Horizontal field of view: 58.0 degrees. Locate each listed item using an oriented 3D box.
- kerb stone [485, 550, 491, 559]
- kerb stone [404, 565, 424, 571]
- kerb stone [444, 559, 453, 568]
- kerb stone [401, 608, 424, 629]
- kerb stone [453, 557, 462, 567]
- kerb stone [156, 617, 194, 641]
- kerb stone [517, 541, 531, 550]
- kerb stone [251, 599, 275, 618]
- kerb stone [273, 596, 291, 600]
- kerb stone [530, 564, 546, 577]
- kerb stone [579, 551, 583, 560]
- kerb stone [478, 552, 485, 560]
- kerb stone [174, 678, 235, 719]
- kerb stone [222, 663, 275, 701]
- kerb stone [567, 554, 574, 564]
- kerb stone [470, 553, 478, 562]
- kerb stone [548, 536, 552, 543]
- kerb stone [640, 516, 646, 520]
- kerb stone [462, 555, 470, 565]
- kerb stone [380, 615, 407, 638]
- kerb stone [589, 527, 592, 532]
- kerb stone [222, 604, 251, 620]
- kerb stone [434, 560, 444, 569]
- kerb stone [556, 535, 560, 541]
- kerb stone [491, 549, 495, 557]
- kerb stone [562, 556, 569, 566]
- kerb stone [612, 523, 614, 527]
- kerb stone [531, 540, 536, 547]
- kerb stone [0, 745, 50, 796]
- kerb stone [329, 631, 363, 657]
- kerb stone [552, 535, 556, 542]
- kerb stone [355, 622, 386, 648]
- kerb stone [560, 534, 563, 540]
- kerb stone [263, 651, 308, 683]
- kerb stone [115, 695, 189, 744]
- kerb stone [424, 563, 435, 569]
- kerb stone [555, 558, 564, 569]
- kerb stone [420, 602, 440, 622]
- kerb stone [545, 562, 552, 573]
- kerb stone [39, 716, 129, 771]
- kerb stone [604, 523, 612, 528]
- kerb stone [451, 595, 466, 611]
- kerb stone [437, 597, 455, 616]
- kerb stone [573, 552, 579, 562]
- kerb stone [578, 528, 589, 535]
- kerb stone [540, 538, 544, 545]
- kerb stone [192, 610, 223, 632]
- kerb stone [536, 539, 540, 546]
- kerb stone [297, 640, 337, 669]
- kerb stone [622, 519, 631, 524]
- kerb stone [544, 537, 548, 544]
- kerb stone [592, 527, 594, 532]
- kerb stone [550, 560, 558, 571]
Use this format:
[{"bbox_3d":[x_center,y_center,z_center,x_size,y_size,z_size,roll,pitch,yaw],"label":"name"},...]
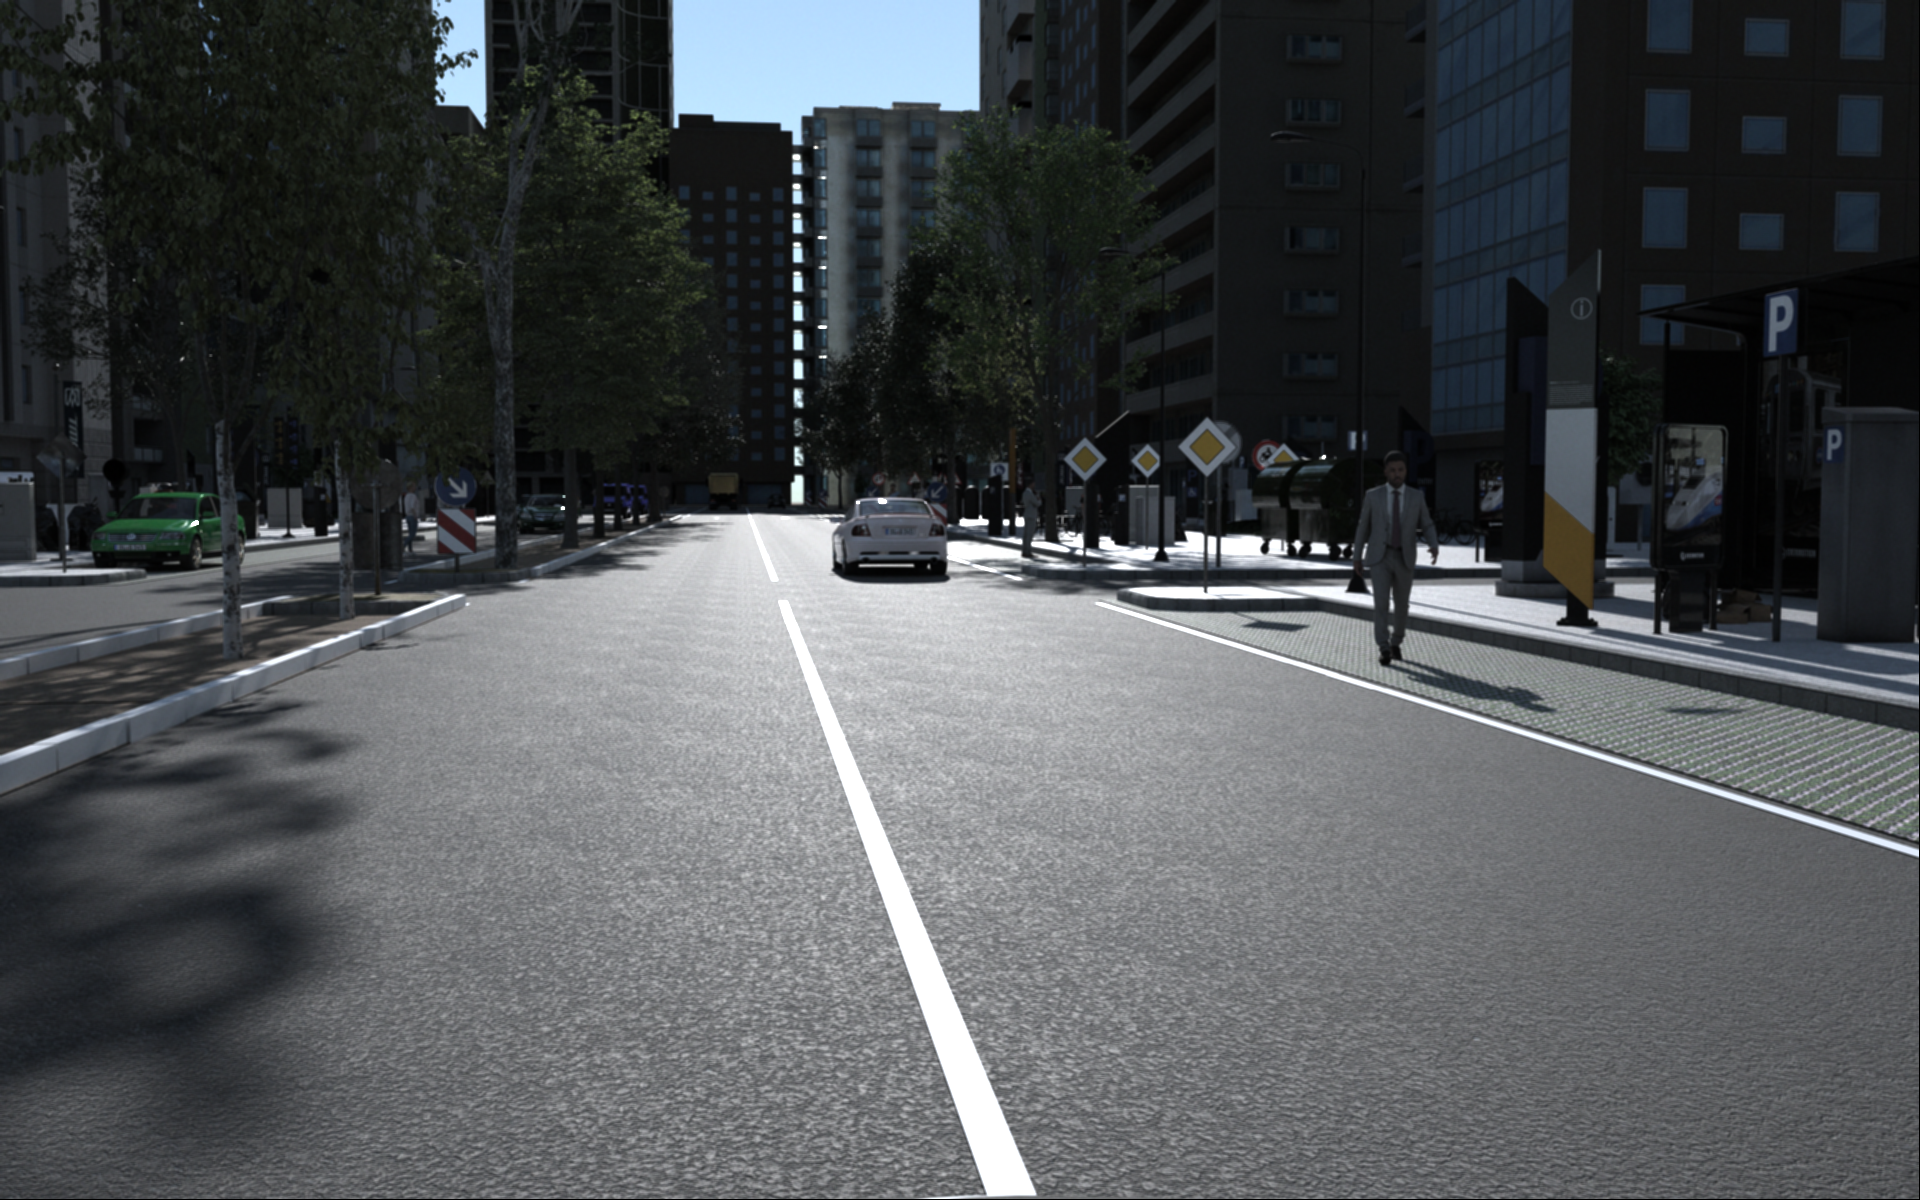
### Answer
[{"bbox_3d":[-10.520,-0.975,38.167,0.120,0.150,1.000,0,4,-7],"label":"kerb stone"},{"bbox_3d":[-9.480,-0.476,30.002,0.120,0.150,1.000,0,4,-7],"label":"kerb stone"},{"bbox_3d":[-9.876,-0.665,33.069,0.120,0.150,1.000,0,4,-7],"label":"kerb stone"},{"bbox_3d":[-5.913,0.226,18.538,0.120,0.150,1.000,0,4,-7],"label":"kerb stone"},{"bbox_3d":[-9.997,-0.724,34.088,0.120,0.150,1.000,0,4,-7],"label":"kerb stone"},{"bbox_3d":[-7.869,0.303,17.243,0.120,0.150,1.000,0,4,-7],"label":"kerb stone"},{"bbox_3d":[-11.417,-1.413,45.294,0.120,0.150,1.000,0,4,-7],"label":"kerb stone"},{"bbox_3d":[-8.251,0.116,20.293,0.120,0.150,1.000,0,4,-7],"label":"kerb stone"},{"bbox_3d":[-8.386,0.054,21.306,0.120,0.150,1.000,0,4,-7],"label":"kerb stone"},{"bbox_3d":[-7.398,-0.494,30.266,0.120,0.150,1.000,0,4,-7],"label":"kerb stone"},{"bbox_3d":[-8.296,-0.929,37.377,0.120,0.150,1.000,0,4,-7],"label":"kerb stone"},{"bbox_3d":[-10.384,-0.911,37.149,0.120,0.150,1.000,0,4,-7],"label":"kerb stone"},{"bbox_3d":[-5.014,0.658,11.437,0.120,0.150,1.000,0,4,-7],"label":"kerb stone"},{"bbox_3d":[-5.143,0.597,12.451,0.120,0.150,1.000,0,4,-7],"label":"kerb stone"},{"bbox_3d":[-8.035,-0.804,35.342,0.120,0.150,1.000,0,4,-7],"label":"kerb stone"},{"bbox_3d":[-10.256,-0.853,36.135,0.120,0.150,1.000,0,4,-7],"label":"kerb stone"},{"bbox_3d":[-12.056,-1.724,50.381,0.120,0.150,1.000,0,4,-7],"label":"kerb stone"},{"bbox_3d":[-18.352,-4.773,100.235,0.120,0.150,1.000,0,4,-7],"label":"kerb stone"},{"bbox_3d":[-10.126,-0.787,35.114,0.120,0.150,1.000,0,4,-7],"label":"kerb stone"},{"bbox_3d":[-5.784,0.286,17.523,0.120,0.150,1.000,0,4,-7],"label":"kerb stone"},{"bbox_3d":[-13.724,-2.532,63.597,0.120,0.150,1.000,0,4,-7],"label":"kerb stone"},{"bbox_3d":[-8.129,0.178,19.278,0.120,0.150,1.000,0,4,-7],"label":"kerb stone"},{"bbox_3d":[-9.741,-0.603,32.055,0.120,0.150,1.000,0,4,-7],"label":"kerb stone"},{"bbox_3d":[-12.310,-1.848,52.422,0.120,0.150,1.000,0,4,-7],"label":"kerb stone"},{"bbox_3d":[-10.636,-1.035,39.183,0.120,0.150,1.000,0,4,-7],"label":"kerb stone"},{"bbox_3d":[-7.916,-0.742,34.323,0.120,0.150,1.000,0,4,-7],"label":"kerb stone"},{"bbox_3d":[-15.139,-3.216,74.782,0.120,0.150,1.000,0,4,-7],"label":"kerb stone"},{"bbox_3d":[-11.539,-1.475,46.309,0.120,0.150,1.000,0,4,-7],"label":"kerb stone"},{"bbox_3d":[-4.638,0.847,8.394,0.120,0.150,1.000,0,4,-7],"label":"kerb stone"},{"bbox_3d":[-5.538,0.412,15.491,0.120,0.150,1.000,0,4,-7],"label":"kerb stone"},{"bbox_3d":[-12.184,-1.785,51.400,0.120,0.150,1.000,0,4,-7],"label":"kerb stone"},{"bbox_3d":[-5.663,0.351,16.508,0.120,0.150,1.000,0,4,-7],"label":"kerb stone"},{"bbox_3d":[-12.445,-1.911,53.435,0.120,0.150,1.000,0,4,-7],"label":"kerb stone"},{"bbox_3d":[-5.278,0.534,13.464,0.120,0.150,1.000,0,4,-7],"label":"kerb stone"},{"bbox_3d":[-4.881,0.720,10.424,0.120,0.150,1.000,0,4,-7],"label":"kerb stone"},{"bbox_3d":[-9.612,-0.538,31.030,0.120,0.150,1.000,0,4,-7],"label":"kerb stone"},{"bbox_3d":[-7.781,-0.680,33.310,0.120,0.150,1.000,0,4,-7],"label":"kerb stone"},{"bbox_3d":[-6.050,0.162,19.560,0.120,0.150,1.000,0,4,-7],"label":"kerb stone"},{"bbox_3d":[-7.533,-0.553,31.280,0.120,0.150,1.000,0,4,-7],"label":"kerb stone"},{"bbox_3d":[-4.767,0.782,9.408,0.120,0.150,1.000,0,4,-7],"label":"kerb stone"},{"bbox_3d":[-15.014,-3.154,73.762,0.120,0.150,1.000,0,4,-7],"label":"kerb stone"},{"bbox_3d":[-6.302,0.037,21.599,0.120,0.150,1.000,0,4,-7],"label":"kerb stone"},{"bbox_3d":[-6.176,0.099,20.582,0.120,0.150,1.000,0,4,-7],"label":"kerb stone"},{"bbox_3d":[-8.165,-0.865,36.363,0.120,0.150,1.000,0,4,-7],"label":"kerb stone"},{"bbox_3d":[-13.603,-2.470,62.581,0.120,0.150,1.000,0,4,-7],"label":"kerb stone"},{"bbox_3d":[-11.795,-1.596,48.342,0.120,0.150,1.000,0,4,-7],"label":"kerb stone"},{"bbox_3d":[-8.004,0.241,18.259,0.120,0.150,1.000,0,4,-7],"label":"kerb stone"},{"bbox_3d":[-11.674,-1.536,47.325,0.120,0.150,1.000,0,4,-7],"label":"kerb stone"},{"bbox_3d":[-5.408,0.472,14.478,0.120,0.150,1.000,0,4,-7],"label":"kerb stone"},{"bbox_3d":[-16.555,-3.901,85.970,0.120,0.150,1.000,0,4,-7],"label":"kerb stone"},{"bbox_3d":[-11.920,-1.662,49.365,0.120,0.150,1.000,0,4,-7],"label":"kerb stone"},{"bbox_3d":[-13.850,-2.591,64.617,0.120,0.150,1.000,0,4,-7],"label":"kerb stone"},{"bbox_3d":[-7.653,-0.613,32.296,0.120,0.150,1.000,0,4,-7],"label":"kerb stone"}]
